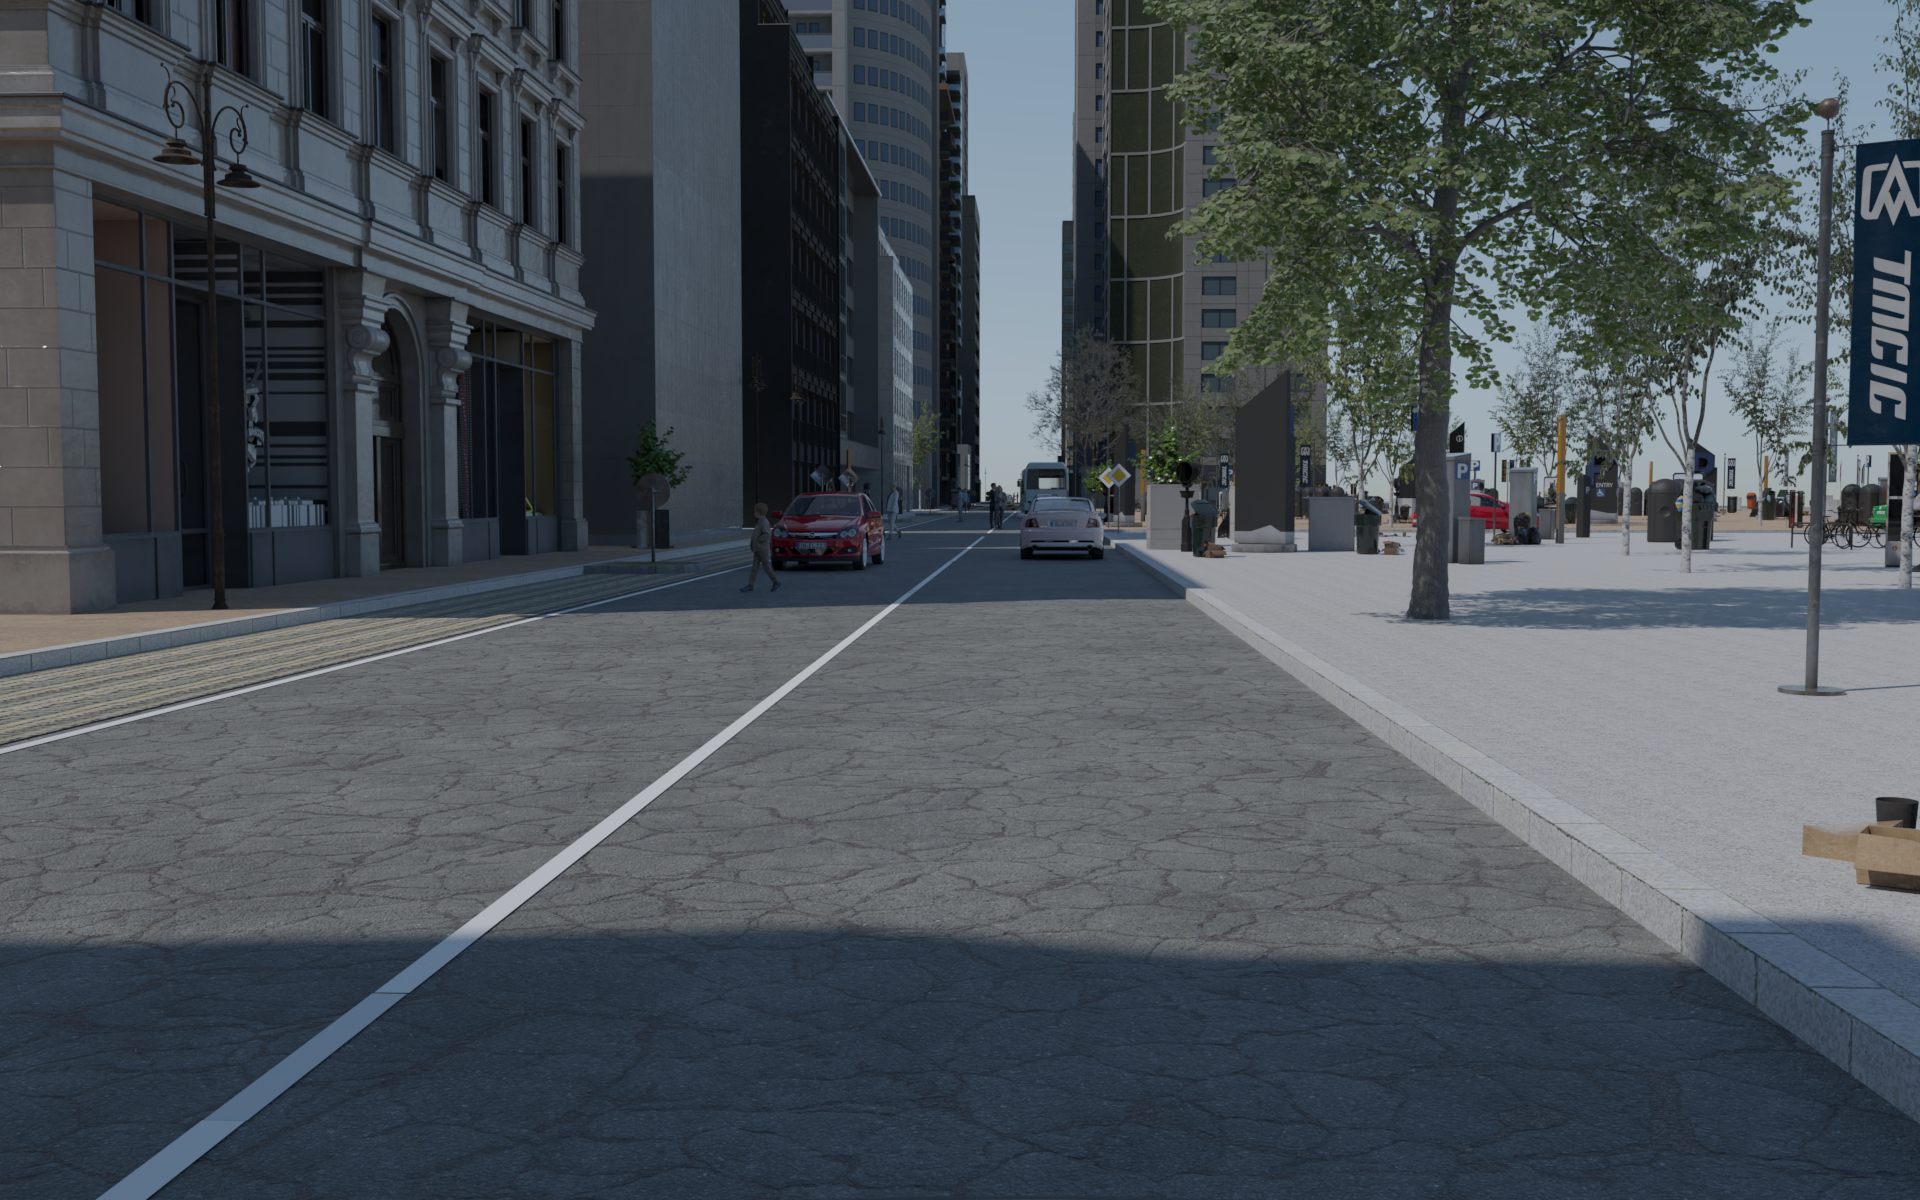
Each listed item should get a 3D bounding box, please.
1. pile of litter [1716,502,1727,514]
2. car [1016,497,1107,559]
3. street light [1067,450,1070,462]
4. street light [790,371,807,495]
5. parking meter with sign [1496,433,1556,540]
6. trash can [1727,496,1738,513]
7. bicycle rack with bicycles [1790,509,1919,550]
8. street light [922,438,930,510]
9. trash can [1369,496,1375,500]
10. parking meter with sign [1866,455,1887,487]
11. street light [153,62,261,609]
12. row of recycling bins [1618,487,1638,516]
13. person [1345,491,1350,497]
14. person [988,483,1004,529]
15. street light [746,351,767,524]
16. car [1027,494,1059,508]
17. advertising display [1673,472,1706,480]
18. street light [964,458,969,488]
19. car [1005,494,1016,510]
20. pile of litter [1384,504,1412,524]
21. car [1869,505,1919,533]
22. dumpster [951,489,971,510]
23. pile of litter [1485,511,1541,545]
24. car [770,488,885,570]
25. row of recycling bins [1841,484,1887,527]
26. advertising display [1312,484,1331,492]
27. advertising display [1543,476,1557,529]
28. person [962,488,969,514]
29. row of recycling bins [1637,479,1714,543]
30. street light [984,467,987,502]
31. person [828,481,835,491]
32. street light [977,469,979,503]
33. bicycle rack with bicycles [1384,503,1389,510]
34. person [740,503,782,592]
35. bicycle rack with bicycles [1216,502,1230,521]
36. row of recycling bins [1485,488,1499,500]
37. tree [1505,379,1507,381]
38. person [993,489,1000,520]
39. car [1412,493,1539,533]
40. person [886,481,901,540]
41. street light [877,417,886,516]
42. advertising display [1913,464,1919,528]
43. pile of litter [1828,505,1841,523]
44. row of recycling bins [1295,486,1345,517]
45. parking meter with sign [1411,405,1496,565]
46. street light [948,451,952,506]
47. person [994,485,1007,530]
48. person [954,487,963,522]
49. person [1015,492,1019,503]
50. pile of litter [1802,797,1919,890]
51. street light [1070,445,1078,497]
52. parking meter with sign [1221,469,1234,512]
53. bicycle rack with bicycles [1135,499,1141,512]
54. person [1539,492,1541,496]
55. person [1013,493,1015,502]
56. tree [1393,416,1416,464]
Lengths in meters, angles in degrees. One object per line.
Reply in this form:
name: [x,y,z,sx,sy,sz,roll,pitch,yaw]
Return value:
pile of litter: [50.174,-6.151,114.533,1.719,0.858,1.176,-1,4,-16]
car: [2.317,-1.662,39.540,2.083,1.381,4.827,0,4,3]
street light: [11.262,-12.599,178.780,0.468,5.910,1.993,0,4,3]
street light: [-6.067,-5.650,65.159,0.468,5.910,1.993,0,4,3]
parking meter with sign: [16.004,-3.236,49.177,1.738,3.016,0.543,3,4,37]
trash can: [52.149,-6.442,116.976,0.748,1.137,0.748,0,3,0]
bicycle rack with bicycles: [21.051,-1.687,40.968,2.852,0.926,2.925,-1,4,-18]
street light: [-2.627,-10.331,141.697,0.468,5.910,1.993,0,4,3]
trash can: [31.913,-7.467,133.732,0.748,1.137,0.748,0,3,0]
parking meter with sign: [41.467,-4.963,77.406,1.738,3.016,0.543,1,4,12]
street light: [-8.263,-2.837,19.167,0.468,5.910,1.993,0,4,3]
row of recycling bins: [39.359,-5.810,102.104,3.534,1.692,1.069,1,4,15]
person: [48.926,-12.880,219.182,1.348,1.812,0.705,2,4,33]
person: [1.458,-3.915,71.876,0.474,1.900,0.648,-3,4,-36]
street light: [-6.583,-5.101,56.184,0.468,5.910,1.993,0,4,3]
car: [4.637,-4.944,92.632,2.131,1.459,4.920,0,4,4]
advertising display: [21.772,-2.848,51.773,0.123,1.923,0.974,-3,4,-39]
street light: [1.033,-15.407,224.699,0.468,5.910,1.993,0,4,3]
car: [4.015,-8.846,154.857,2.015,1.641,3.980,0,4,1]
pile of litter: [19.392,-3.760,75.440,1.719,0.858,1.176,2,4,33]
car: [33.187,-3.019,58.161,4.718,1.807,1.959,0,4,2]
dumpster: [0.090,-9.033,155.901,1.865,1.857,1.264,0,4,5]
pile of litter: [13.999,-1.828,43.857,1.719,0.858,1.176,-1,4,-20]
car: [-2.561,-1.528,34.028,2.155,1.783,4.494,0,4,5]
row of recycling bins: [36.244,-3.726,68.028,1.069,1.692,3.534,-2,4,-26]
advertising display: [22.163,-6.198,106.552,0.974,1.923,0.123,1,4,14]
advertising display: [21.669,-3.552,63.292,0.123,1.923,0.974,-1,4,-18]
person: [0.333,-7.084,124.182,0.638,1.841,0.748,-1,4,-12]
row of recycling bins: [19.625,-2.440,47.007,1.069,1.692,3.534,3,5,40]
street light: [4.388,-19.917,298.434,0.468,5.910,1.993,0,4,3]
person: [-3.717,-2.481,49.338,0.520,1.790,0.573,-1,4,-17]
street light: [2.746,-17.675,261.765,0.468,5.910,1.993,0,4,3]
bicycle rack with bicycles: [31.713,-6.870,125.706,2.852,0.926,2.925,0,4,1]
person: [-2.900,-0.771,25.377,0.640,1.303,0.475,-2,4,-35]
bicycle rack with bicycles: [13.209,-4.202,82.088,2.925,0.926,2.852,0,4,7]
row of recycling bins: [35.723,-6.826,118.725,1.069,1.692,3.534,-1,4,-16]
tree: [23.914,-7.310,69.879,4.360,8.622,3.978,0,3,0]
person: [2.026,-5.244,94.101,0.748,1.841,0.638,-1,4,-22]
car: [18.070,-3.138,60.350,4.494,1.783,2.155,0,4,2]
person: [-2.055,-2.800,54.153,0.514,1.842,0.818,3,5,43]
street light: [-4.591,-7.893,101.836,0.468,5.910,1.993,0,4,3]
advertising display: [20.410,-1.906,36.373,0.974,1.923,0.123,1,4,20]
pile of litter: [38.671,-3.789,75.908,1.176,0.858,1.719,1,4,23]
row of recycling bins: [19.565,-5.368,94.884,1.069,1.692,3.534,-3,5,-40]
parking meter with sign: [9.110,-2.197,32.189,0.543,3.016,1.738,-1,4,-21]
street light: [-1.036,-12.598,178.764,0.468,5.910,1.993,0,4,3]
person: [1.655,-3.757,70.104,0.537,1.800,0.526,0,4,0]
person: [-0.080,-4.940,89.447,0.466,1.800,0.511,0,4,3]
person: [8.960,-16.091,272.417,0.721,1.723,1.217,2,4,28]
pile of litter: [3.482,0.513,5.582,1.176,0.858,1.719,0,4,3]
street light: [9.492,-10.350,142.007,0.468,5.910,1.993,0,4,3]
parking meter with sign: [18.798,-7.706,122.257,0.543,3.016,1.738,0,4,-7]
bicycle rack with bicycles: [12.344,-6.783,124.286,2.852,0.926,2.925,0,4,-7]
person: [72.487,-12.700,216.925,0.721,1.735,1.217,1,4,15]
person: [7.525,-14.031,239.368,0.415,1.643,0.593,-3,4,-36]
tree: [35.721,-11.285,134.878,4.360,8.622,3.978,0,3,0]
